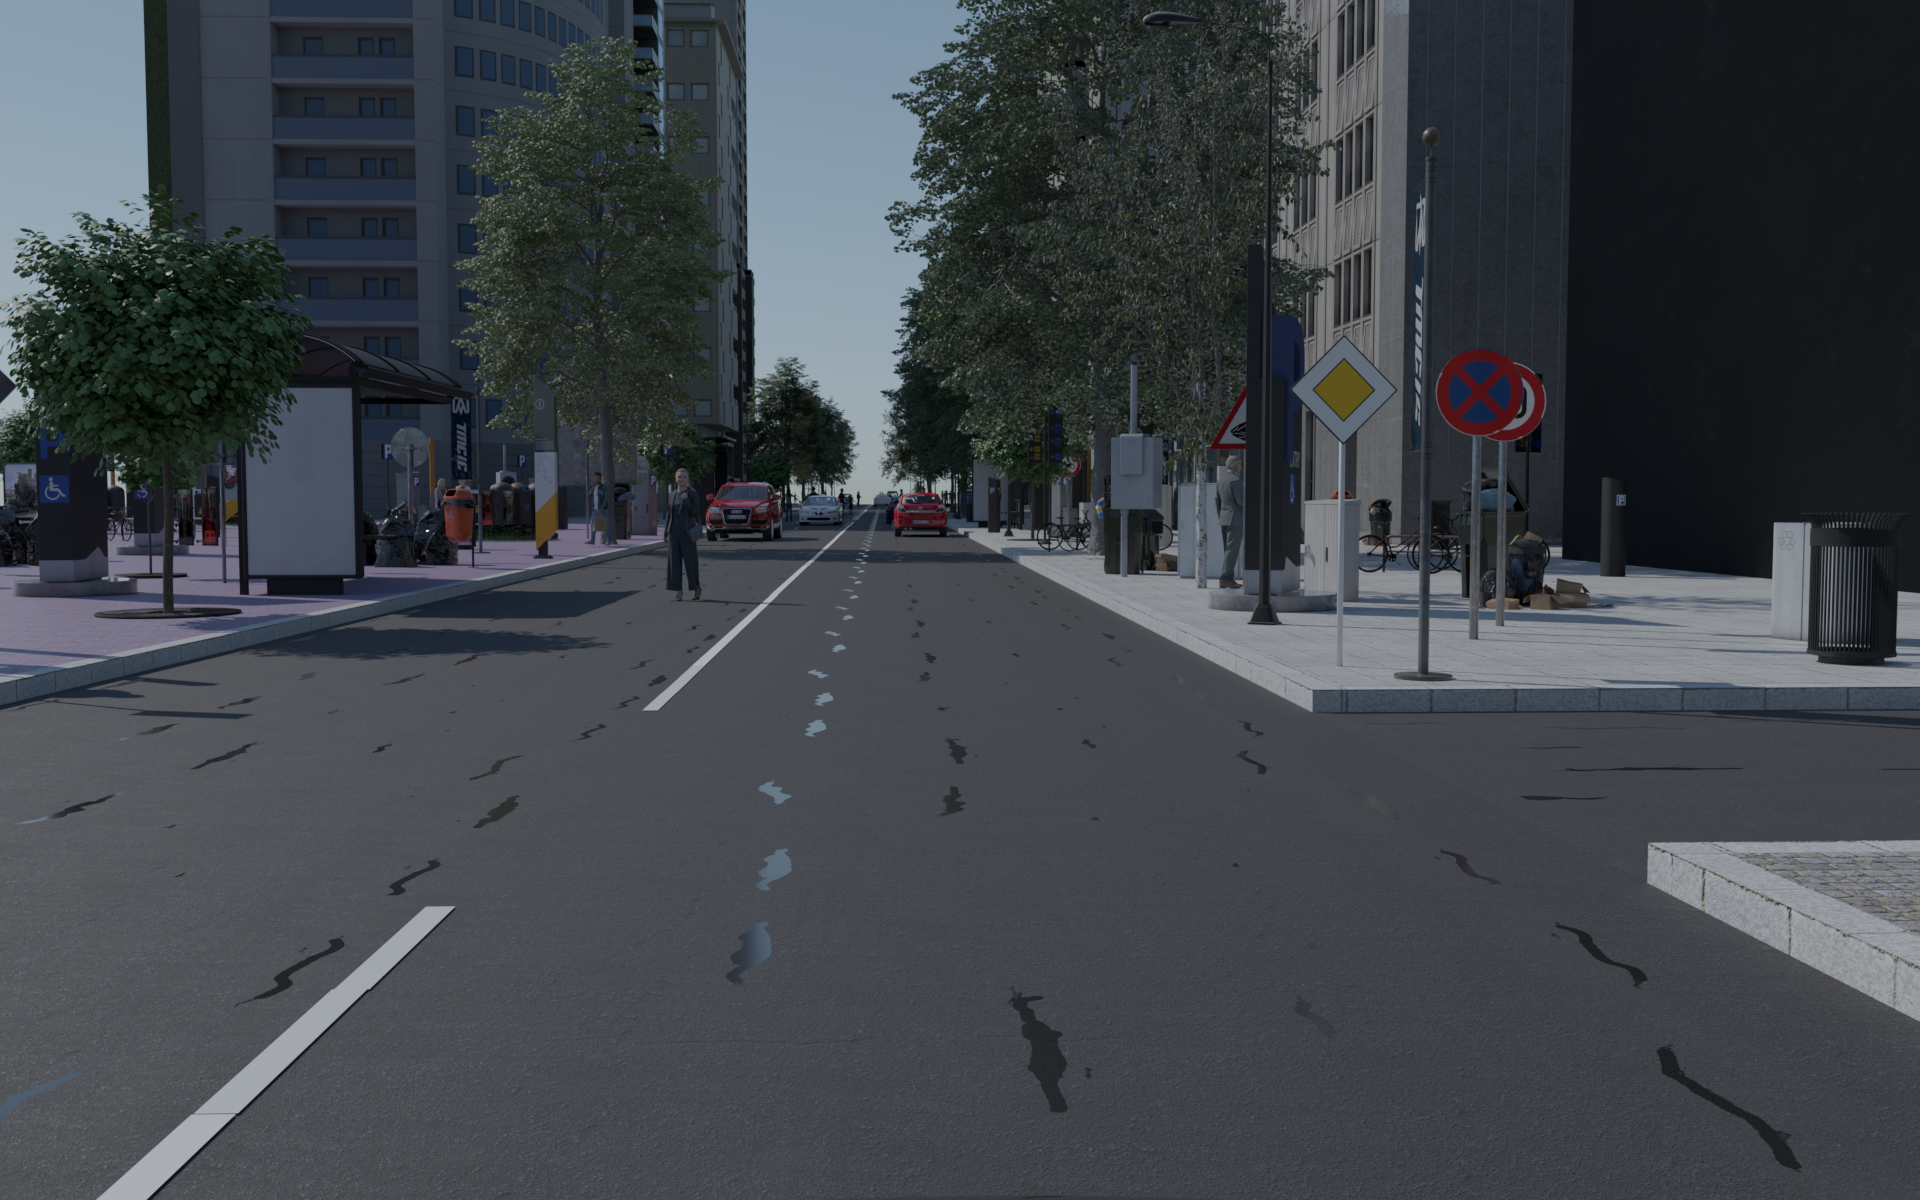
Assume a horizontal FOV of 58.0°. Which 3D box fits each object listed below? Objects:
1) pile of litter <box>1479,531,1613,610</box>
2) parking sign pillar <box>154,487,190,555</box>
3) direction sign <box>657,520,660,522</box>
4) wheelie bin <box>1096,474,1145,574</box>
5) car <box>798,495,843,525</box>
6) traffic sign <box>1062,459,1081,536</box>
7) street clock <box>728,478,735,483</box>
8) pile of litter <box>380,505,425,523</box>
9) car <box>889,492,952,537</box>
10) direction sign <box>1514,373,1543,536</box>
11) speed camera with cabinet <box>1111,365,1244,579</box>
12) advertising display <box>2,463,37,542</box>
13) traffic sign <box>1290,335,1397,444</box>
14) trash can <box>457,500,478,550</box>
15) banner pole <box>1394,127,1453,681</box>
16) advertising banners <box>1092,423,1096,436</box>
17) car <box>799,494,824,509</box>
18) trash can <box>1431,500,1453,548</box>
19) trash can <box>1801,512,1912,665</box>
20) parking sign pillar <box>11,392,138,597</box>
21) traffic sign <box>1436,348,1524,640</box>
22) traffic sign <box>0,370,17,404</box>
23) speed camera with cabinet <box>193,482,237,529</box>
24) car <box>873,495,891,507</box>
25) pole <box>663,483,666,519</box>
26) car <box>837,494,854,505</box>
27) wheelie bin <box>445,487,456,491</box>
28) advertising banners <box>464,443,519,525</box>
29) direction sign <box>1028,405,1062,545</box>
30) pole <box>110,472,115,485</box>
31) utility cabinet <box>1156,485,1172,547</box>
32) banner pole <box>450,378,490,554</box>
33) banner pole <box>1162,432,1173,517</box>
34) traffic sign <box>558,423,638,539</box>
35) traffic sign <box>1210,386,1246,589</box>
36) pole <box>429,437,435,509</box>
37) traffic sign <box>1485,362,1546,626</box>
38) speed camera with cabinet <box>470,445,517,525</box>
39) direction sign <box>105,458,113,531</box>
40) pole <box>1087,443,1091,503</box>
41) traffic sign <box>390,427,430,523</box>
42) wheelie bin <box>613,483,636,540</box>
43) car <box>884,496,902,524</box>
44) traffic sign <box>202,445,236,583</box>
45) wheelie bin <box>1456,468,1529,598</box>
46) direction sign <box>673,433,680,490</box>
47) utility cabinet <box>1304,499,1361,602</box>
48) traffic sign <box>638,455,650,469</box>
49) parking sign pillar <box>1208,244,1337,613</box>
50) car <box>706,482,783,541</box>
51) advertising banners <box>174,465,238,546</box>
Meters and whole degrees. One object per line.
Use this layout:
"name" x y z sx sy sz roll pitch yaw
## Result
"pile of litter" 6.607 -0.348 19.656 1.719 0.858 1.176 0 4 2
"parking sign pillar" -17.190 -2.952 36.741 1.447 3.967 1.447 -1 4 -12
"direction sign" -14.175 -5.414 80.521 0.876 3.537 0.379 2 4 24
"wheelie bin" 2.655 -1.218 27.823 0.980 1.594 0.693 1 4 10
"car" -6.482 -4.200 81.024 2.083 1.381 4.827 0 4 -1
"traffic sign" 3.243 -3.176 52.039 0.768 2.556 0.104 0 4 -2
"street clock" -10.394 -4.503 78.186 0.358 2.002 0.471 2 4 35
"pile of litter" -16.922 -2.345 52.302 1.719 0.858 1.176 -2 4 -33
"car" -1.354 -3.085 59.478 2.155 1.783 4.494 0 4 -1
"direction sign" 10.639 -2.475 32.466 0.876 3.537 0.379 -3 5 -41
"speed camera with cabinet" 3.376 -1.970 26.542 2.038 3.252 0.660 1 4 22
"advertising display" -19.096 -1.850 35.456 0.974 1.923 0.123 1 4 9
"traffic sign" 2.844 -0.649 12.801 0.795 2.593 0.064 0 4 -3
"trash can" -11.527 -1.741 40.115 0.748 1.137 0.748 0 3 0
"banner pole" 3.243 -1.355 12.168 0.401 3.779 0.863 0 4 5
"advertising banners" 4.141 -2.876 43.216 2.074 3.025 0.090 -2 4 -27
"car" -9.198 -6.103 110.007 2.015 1.641 3.980 0 4 -1
"trash can" 11.368 -1.814 41.312 0.748 1.137 0.748 0 3 0
"trash can" 6.782 -0.091 13.149 0.748 1.137 0.748 0 3 0
"parking sign pillar" -11.337 -2.056 22.081 1.447 3.967 1.447 -1 4 -9
"traffic sign" 4.534 -0.924 15.208 0.768 2.556 0.104 0 3 0
"traffic sign" -7.141 -0.623 12.382 0.795 2.593 0.064 0 4 -3
"speed camera with cabinet" -27.536 -4.283 64.358 2.038 3.252 0.660 1 4 17
"car" -8.745 -11.134 194.407 2.083 1.381 4.827 0 4 -1
"pole" -14.928 -5.722 87.401 0.158 3.312 0.155 0 3 0
"car" -13.311 -11.748 201.663 1.945 1.707 3.694 0 4 -1
"wheelie bin" -23.620 -4.411 80.030 0.980 1.594 0.693 -3 5 -39
"advertising banners" -16.186 -3.868 59.427 2.074 3.025 0.090 0 4 2
"direction sign" 2.167 -3.186 44.089 0.876 3.537 0.379 0 4 -7
"pole" -40.264 -5.412 82.335 0.158 3.312 0.155 0 3 0
"utility cabinet" 4.470 -2.004 41.438 1.173 1.500 0.318 2 4 32
"banner pole" -10.559 -2.889 37.258 0.863 3.779 0.401 -3 4 -38
"banner pole" 8.384 -4.905 70.212 0.863 3.779 0.401 -1 4 -19
"traffic sign" -10.386 -3.417 49.744 2.265 3.308 0.079 0 4 0
"traffic sign" 3.404 -1.260 20.602 0.884 2.594 0.081 0 4 1
"pole" -19.011 -4.193 62.403 0.158 3.312 0.155 0 3 0
"traffic sign" 5.244 -1.017 16.742 0.768 2.556 0.104 0 4 5
"speed camera with cabinet" -18.716 -4.559 68.881 2.038 3.252 0.660 -2 4 -32
"direction sign" -29.429 -4.143 59.727 0.379 3.537 0.876 0 4 7
"pole" 5.094 -4.579 68.703 0.158 3.312 0.155 0 3 0
"traffic sign" -10.472 -2.012 32.997 0.768 2.556 0.104 0 4 3
"wheelie bin" -9.639 -2.510 48.944 0.980 1.594 0.693 0 4 -1
"car" -2.713 -4.372 84.058 1.945 1.354 3.894 0 4 -1
"traffic sign" -10.589 -1.391 24.874 0.606 2.300 0.079 0 4 1
"wheelie bin" 6.514 -0.816 21.248 0.693 1.594 0.980 -1 4 -15
"direction sign" -10.396 -4.375 63.535 0.379 3.537 0.876 0 4 4
"utility cabinet" 4.501 -0.603 21.023 0.306 1.237 1.020 -1 4 -11
"traffic sign" -10.575 -3.473 56.884 0.768 2.556 0.104 0 4 5
"parking sign pillar" 3.515 -1.888 19.337 1.447 3.967 1.447 1 4 20
"car" -6.779 -2.819 54.767 2.281 1.827 5.304 0 4 -1
"advertising banners" -18.676 -2.864 43.014 2.074 3.025 0.090 1 4 20
